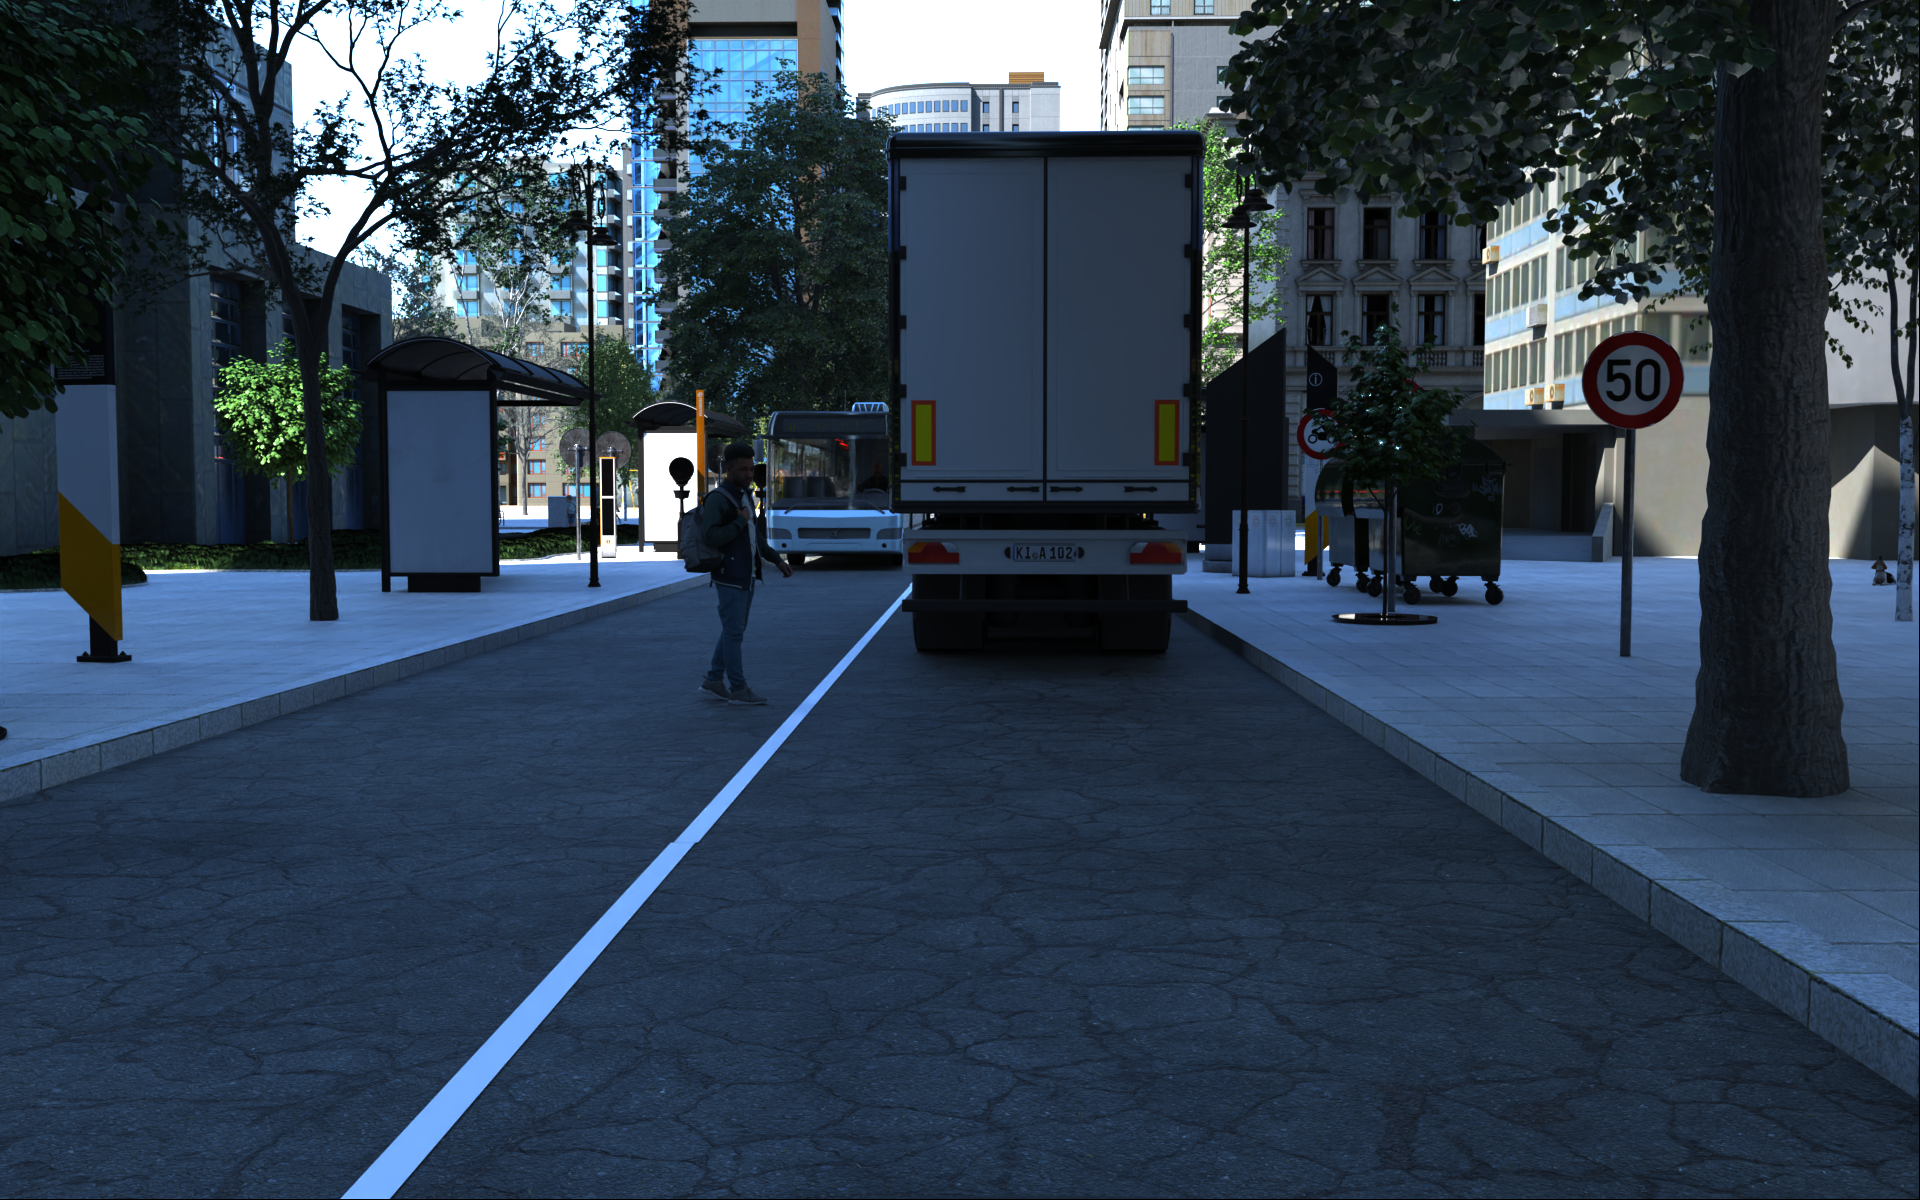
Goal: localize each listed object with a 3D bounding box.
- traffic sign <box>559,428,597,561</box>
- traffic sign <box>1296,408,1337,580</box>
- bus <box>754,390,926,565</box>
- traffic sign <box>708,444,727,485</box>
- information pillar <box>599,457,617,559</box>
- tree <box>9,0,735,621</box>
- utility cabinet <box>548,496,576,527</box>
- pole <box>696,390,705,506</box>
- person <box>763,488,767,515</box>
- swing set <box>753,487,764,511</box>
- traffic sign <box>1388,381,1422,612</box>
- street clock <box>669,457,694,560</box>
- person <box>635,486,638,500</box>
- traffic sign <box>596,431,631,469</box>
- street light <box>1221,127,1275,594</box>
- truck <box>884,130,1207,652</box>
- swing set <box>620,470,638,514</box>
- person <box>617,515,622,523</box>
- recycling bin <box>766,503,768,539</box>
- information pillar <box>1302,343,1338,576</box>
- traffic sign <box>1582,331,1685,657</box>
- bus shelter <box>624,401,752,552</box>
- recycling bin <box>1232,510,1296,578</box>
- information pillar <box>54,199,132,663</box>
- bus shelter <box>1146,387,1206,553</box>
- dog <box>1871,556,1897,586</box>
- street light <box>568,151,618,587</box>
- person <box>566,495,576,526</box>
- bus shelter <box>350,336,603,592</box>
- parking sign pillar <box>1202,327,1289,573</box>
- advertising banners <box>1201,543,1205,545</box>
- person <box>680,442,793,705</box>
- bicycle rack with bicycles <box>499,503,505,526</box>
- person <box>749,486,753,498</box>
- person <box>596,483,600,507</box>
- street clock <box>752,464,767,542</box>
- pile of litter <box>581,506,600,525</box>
[{"bbox_3d":[-7.338,-2.029,33.274,0.768,2.556,0.104,1,4,10],"label":"traffic sign"},{"bbox_3d":[5.374,-1.571,25.789,0.768,2.556,0.104,0,4,1],"label":"traffic sign"},{"bbox_3d":[-2.201,-2.624,37.761,2.948,3.499,13.247,0,4,1],"label":"bus"},{"bbox_3d":[-6.072,-2.675,43.846,0.768,2.556,0.104,0,4,5],"label":"traffic sign"},{"bbox_3d":[-7.009,-1.837,34.532,0.304,2.012,0.304,0,4,-7],"label":"information pillar"},{"bbox_3d":[-6.494,-5.092,17.674,8.767,10.594,7.601,0,4,-6],"label":"tree"},{"bbox_3d":[-13.565,-2.940,59.228,1.020,1.237,0.306,-1,4,-15],"label":"utility cabinet"},{"bbox_3d":[-5.094,-2.460,34.056,0.158,3.312,0.155,0,3,0],"label":"pole"},{"bbox_3d":[-8.451,-4.319,76.520,0.638,1.841,0.748,-2,4,-24],"label":"person"},{"bbox_3d":[-15.552,-8.859,142.467,2.862,2.851,3.119,-2,4,-33],"label":"swing set"},{"bbox_3d":[4.696,-1.142,18.774,0.768,2.556,0.104,0,4,5],"label":"traffic sign"},{"bbox_3d":[-5.447,-1.796,33.932,0.471,2.002,0.358,0,4,-2],"label":"street clock"},{"bbox_3d":[-17.544,-5.479,94.980,0.474,1.900,0.648,1,4,9],"label":"person"},{"bbox_3d":[-7.068,-2.146,35.188,0.768,2.556,0.104,0,4,3],"label":"traffic sign"},{"bbox_3d":[3.660,-3.023,22.207,0.468,5.910,1.993,0,4,1],"label":"street light"},{"bbox_3d":[0.866,-1.841,19.013,2.839,4.237,11.283,0,4,2],"label":"truck"},{"bbox_3d":[-20.277,-7.079,113.354,3.119,2.851,2.862,-2,4,-30],"label":"swing set"},{"bbox_3d":[-14.334,-3.957,71.492,0.466,1.731,0.760,2,4,35],"label":"person"},{"bbox_3d":[-5.119,-2.292,50.028,0.722,1.027,0.722,2,4,34],"label":"recycling bin"},{"bbox_3d":[5.608,-2.177,26.952,0.504,3.616,0.183,1,4,18],"label":"information pillar"},{"bbox_3d":[5.262,-0.827,13.621,0.768,2.556,0.104,1,4,9],"label":"traffic sign"},{"bbox_3d":[-6.255,-2.849,40.503,2.014,3.302,5.546,0,4,1],"label":"bus shelter"},{"bbox_3d":[4.731,-0.882,26.971,0.722,1.027,0.722,-3,4,-36],"label":"recycling bin"},{"bbox_3d":[-6.642,-1.335,13.190,0.504,3.616,0.183,1,4,13],"label":"information pillar"},{"bbox_3d":[4.796,-2.528,35.249,2.014,3.302,5.546,0,4,1],"label":"bus shelter"},{"bbox_3d":[13.155,-0.415,24.519,0.748,0.427,0.550,0,4,-8],"label":"dog"},{"bbox_3d":[-5.063,-3.120,23.803,0.468,5.910,1.993,0,4,1],"label":"street light"},{"bbox_3d":[-12.883,-2.858,57.450,0.332,1.250,0.352,2,4,33],"label":"person"},{"bbox_3d":[-6.772,-1.904,25.053,2.014,3.302,5.546,0,4,1],"label":"bus shelter"},{"bbox_3d":[4.727,-2.449,28.516,1.447,3.967,1.447,2,4,25],"label":"parking sign pillar"},{"bbox_3d":[5.549,-2.884,43.347,2.074,3.025,0.090,1,4,15],"label":"advertising banners"},{"bbox_3d":[-1.534,-0.181,11.800,0.721,1.781,0.623,0,4,5],"label":"person"},{"bbox_3d":[-19.483,-3.457,69.902,2.852,0.926,2.925,1,4,23],"label":"bicycle rack with bicycles"},{"bbox_3d":[-11.257,-5.250,91.753,0.514,1.842,0.818,-2,4,-29],"label":"person"},{"bbox_3d":[-18.007,-4.870,85.764,0.767,1.812,0.694,-2,4,-31],"label":"person"},{"bbox_3d":[-4.724,-2.243,41.250,0.471,2.002,0.358,-2,4,-32],"label":"street clock"},{"bbox_3d":[-14.613,-3.376,69.170,1.176,0.858,1.719,-1,4,-18],"label":"pile of litter"}]
